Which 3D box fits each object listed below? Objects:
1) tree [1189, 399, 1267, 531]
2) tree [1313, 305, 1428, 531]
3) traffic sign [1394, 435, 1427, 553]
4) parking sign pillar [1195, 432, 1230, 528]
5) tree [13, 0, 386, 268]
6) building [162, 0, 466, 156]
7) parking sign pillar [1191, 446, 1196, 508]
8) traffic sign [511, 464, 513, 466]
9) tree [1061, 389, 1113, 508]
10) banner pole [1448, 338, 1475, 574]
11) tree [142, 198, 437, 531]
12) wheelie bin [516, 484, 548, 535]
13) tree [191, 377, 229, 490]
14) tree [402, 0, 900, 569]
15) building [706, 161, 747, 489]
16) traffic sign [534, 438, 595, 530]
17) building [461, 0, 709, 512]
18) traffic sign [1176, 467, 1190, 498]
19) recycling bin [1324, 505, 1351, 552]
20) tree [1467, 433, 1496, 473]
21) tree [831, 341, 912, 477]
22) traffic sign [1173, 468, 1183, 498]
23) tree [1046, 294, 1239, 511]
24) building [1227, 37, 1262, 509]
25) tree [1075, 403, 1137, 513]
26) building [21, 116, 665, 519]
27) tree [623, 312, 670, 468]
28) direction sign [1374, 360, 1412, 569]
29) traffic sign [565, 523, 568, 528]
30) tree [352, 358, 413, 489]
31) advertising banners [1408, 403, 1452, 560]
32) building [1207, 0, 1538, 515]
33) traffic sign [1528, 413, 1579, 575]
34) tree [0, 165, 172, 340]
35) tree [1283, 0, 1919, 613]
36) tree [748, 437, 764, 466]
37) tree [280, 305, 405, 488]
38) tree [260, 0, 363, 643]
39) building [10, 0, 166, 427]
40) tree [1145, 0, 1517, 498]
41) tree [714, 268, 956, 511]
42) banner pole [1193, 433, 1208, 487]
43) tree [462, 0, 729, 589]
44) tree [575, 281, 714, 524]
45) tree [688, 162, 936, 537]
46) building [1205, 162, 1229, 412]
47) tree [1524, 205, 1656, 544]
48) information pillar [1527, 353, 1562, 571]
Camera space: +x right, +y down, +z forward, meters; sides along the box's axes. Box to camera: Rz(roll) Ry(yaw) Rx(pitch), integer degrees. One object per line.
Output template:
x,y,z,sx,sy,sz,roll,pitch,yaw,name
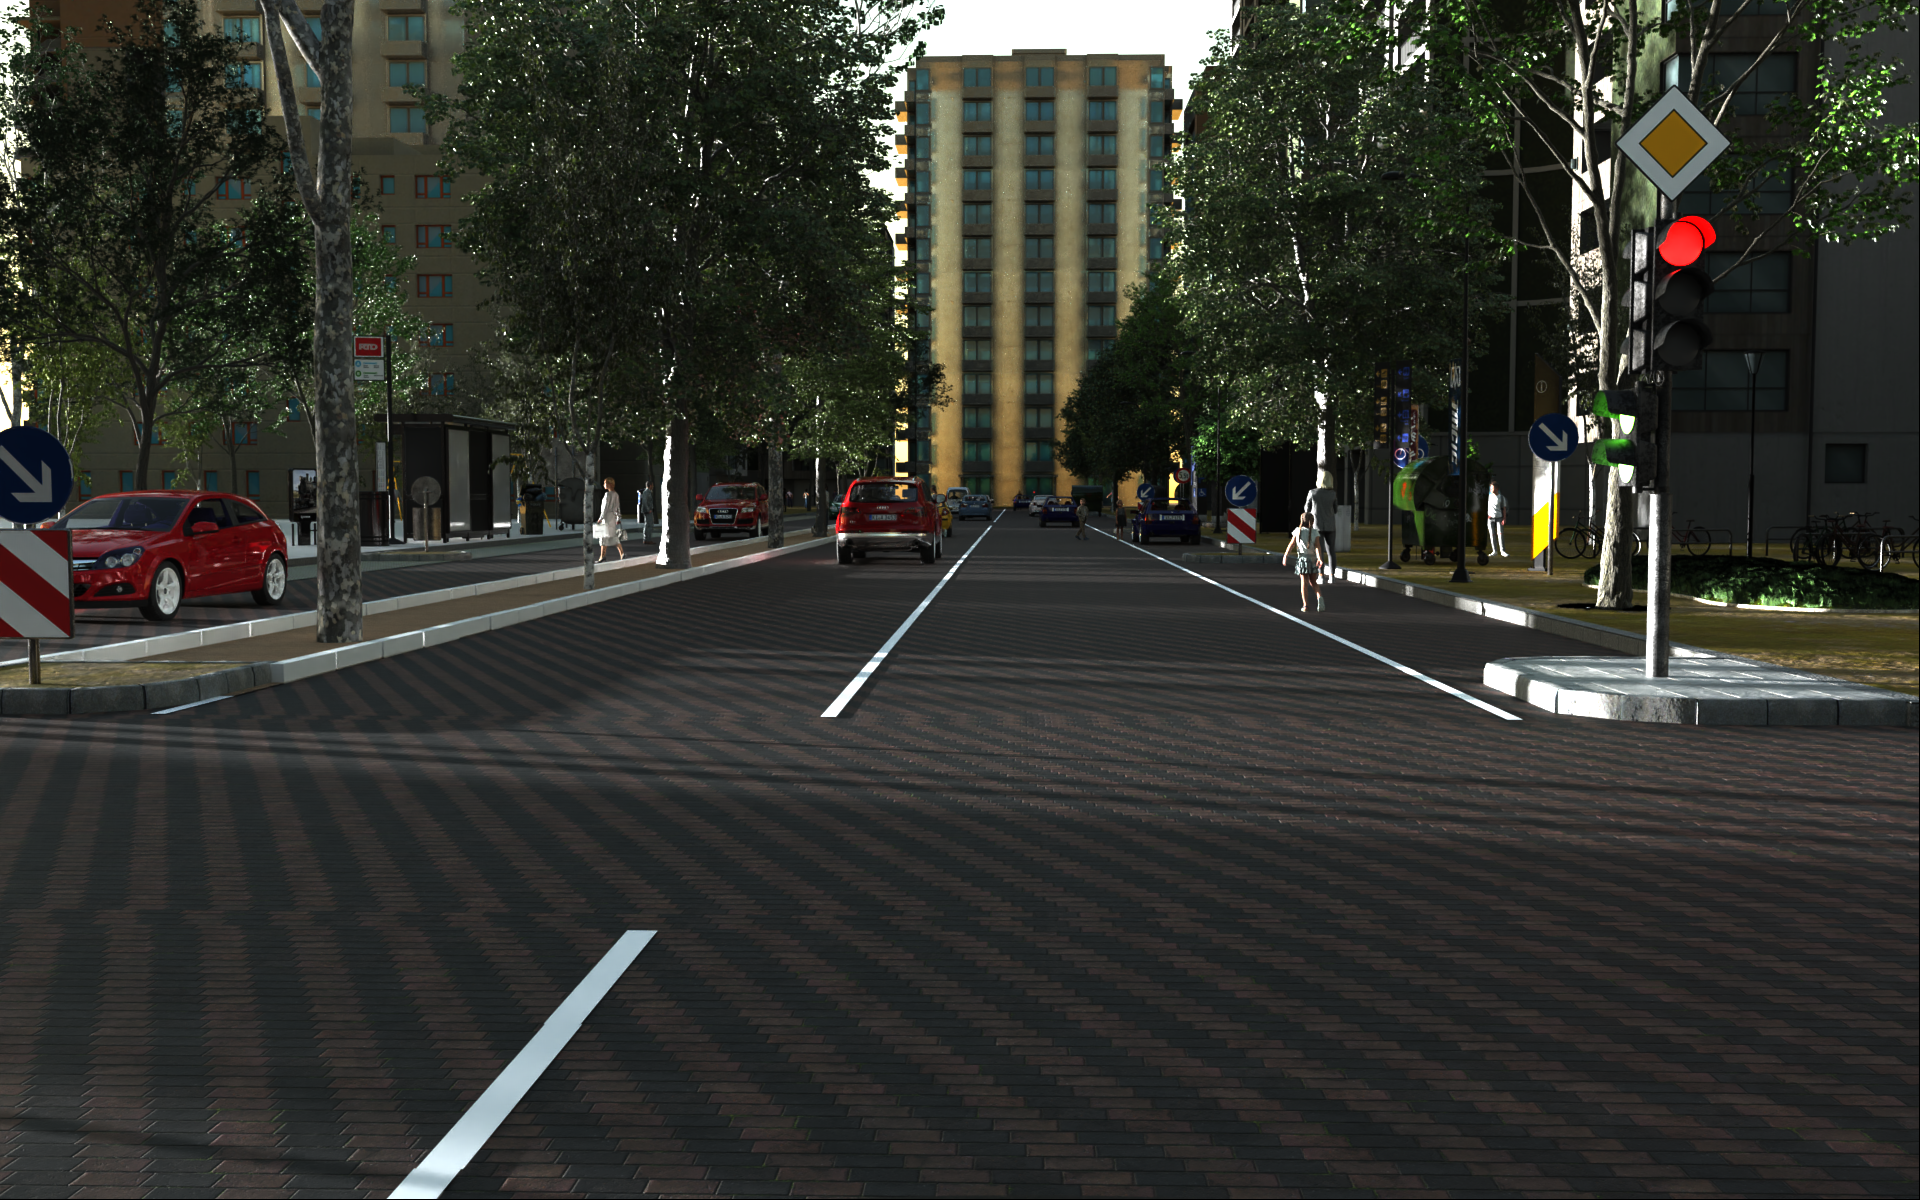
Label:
9.390,-4.651,59.761,4.285,4.588,4.351,0,3,0,tree
13.878,-6.712,60.108,4.737,8.622,4.395,0,3,0,tree
9.226,-2.172,35.624,0.768,2.556,0.104,1,4,11,traffic sign
10.040,-4.762,66.329,1.447,3.967,1.447,2,4,25,parking sign pillar
-14.490,-5.899,30.866,7.601,10.594,8.767,0,4,7,tree
-48.805,-32.139,145.082,30.456,49.044,23.786,0,4,2,building
9.630,-4.965,69.658,1.447,3.967,1.447,0,4,-2,parking sign pillar
-14.165,-3.280,53.353,0.795,2.593,0.064,0,4,5,traffic sign
12.650,-14.664,157.886,7.486,12.596,7.792,0,3,0,tree
8.075,-2.327,28.061,0.401,3.779,0.863,-1,4,-8,banner pole
-21.977,-8.179,59.475,9.928,11.665,9.643,0,3,0,tree
-13.514,-2.869,54.817,0.980,1.594,0.693,-2,4,-33,wheelie bin
-38.259,-8.320,86.398,4.737,8.622,4.395,0,3,0,tree
-5.497,-7.574,32.940,9.857,13.997,8.962,0,3,0,tree
-25.905,-23.093,149.267,14.107,30.474,14.160,0,4,2,building
-14.254,-4.194,62.443,2.265,3.308,0.079,0,4,6,traffic sign
-26.289,-26.922,123.775,14.154,41.232,14.086,0,4,2,building
10.692,-5.062,82.865,0.768,2.556,0.104,0,4,7,traffic sign
8.201,-1.585,38.464,0.722,1.027,0.722,3,5,42,recycling bin
16.152,-3.678,54.732,1.663,3.219,1.824,0,3,0,tree
-4.044,-7.350,72.995,4.737,8.622,4.395,0,3,0,tree
10.740,-5.146,84.250,0.768,2.556,0.104,0,4,5,traffic sign
11.226,-11.140,99.148,9.611,12.733,9.660,0,3,0,tree
25.514,-20.820,112.100,14.160,30.474,14.107,0,4,2,building
10.364,-10.377,120.032,4.737,8.622,4.395,0,3,0,tree
-33.837,-15.788,103.166,27.650,21.520,28.899,0,4,2,building
-13.107,-10.144,83.980,7.486,12.596,7.792,0,3,0,tree
7.380,-2.301,29.613,0.379,3.537,0.876,-2,4,-29,direction sign
-14.936,-4.009,65.657,0.768,2.556,0.104,0,4,7,traffic sign
-28.941,-8.315,86.314,4.737,8.622,4.395,0,3,0,tree
9.257,-2.319,34.111,0.090,3.025,2.074,3,5,43,advertising banners
29.402,-42.243,128.927,20.563,71.187,20.611,0,4,2,building
9.333,-1.664,27.307,0.768,2.556,0.104,1,4,8,traffic sign
-20.528,-5.476,39.895,4.737,8.622,4.395,0,3,0,tree
7.265,-5.690,18.780,9.928,11.665,9.643,0,3,0,tree
-12.763,-9.026,97.942,4.360,8.622,3.978,0,3,0,tree
-23.843,-7.088,66.255,4.360,8.622,3.978,0,3,0,tree
-7.182,-9.706,17.034,12.611,20.169,13.585,0,3,0,tree
-71.029,-30.614,150.653,14.200,45.320,14.600,0,4,2,building
9.258,-8.338,42.977,9.857,13.997,8.962,0,3,0,tree
-4.302,-7.921,66.379,8.767,10.594,7.601,0,4,2,tree
9.764,-4.942,70.821,0.863,3.779,0.401,-1,4,-20,banner pole
-5.560,-4.470,25.906,4.360,8.622,3.978,0,3,0,tree
-13.356,-8.523,73.762,7.601,10.594,8.767,0,4,2,tree
-4.715,-8.378,57.568,7.486,12.596,7.792,0,3,0,tree
27.583,-22.989,147.567,14.160,30.474,14.107,0,4,2,building
16.124,-5.708,43.695,4.360,8.622,3.978,0,3,0,tree
9.713,-2.285,28.711,0.183,3.616,0.504,-3,4,-37,information pillar
